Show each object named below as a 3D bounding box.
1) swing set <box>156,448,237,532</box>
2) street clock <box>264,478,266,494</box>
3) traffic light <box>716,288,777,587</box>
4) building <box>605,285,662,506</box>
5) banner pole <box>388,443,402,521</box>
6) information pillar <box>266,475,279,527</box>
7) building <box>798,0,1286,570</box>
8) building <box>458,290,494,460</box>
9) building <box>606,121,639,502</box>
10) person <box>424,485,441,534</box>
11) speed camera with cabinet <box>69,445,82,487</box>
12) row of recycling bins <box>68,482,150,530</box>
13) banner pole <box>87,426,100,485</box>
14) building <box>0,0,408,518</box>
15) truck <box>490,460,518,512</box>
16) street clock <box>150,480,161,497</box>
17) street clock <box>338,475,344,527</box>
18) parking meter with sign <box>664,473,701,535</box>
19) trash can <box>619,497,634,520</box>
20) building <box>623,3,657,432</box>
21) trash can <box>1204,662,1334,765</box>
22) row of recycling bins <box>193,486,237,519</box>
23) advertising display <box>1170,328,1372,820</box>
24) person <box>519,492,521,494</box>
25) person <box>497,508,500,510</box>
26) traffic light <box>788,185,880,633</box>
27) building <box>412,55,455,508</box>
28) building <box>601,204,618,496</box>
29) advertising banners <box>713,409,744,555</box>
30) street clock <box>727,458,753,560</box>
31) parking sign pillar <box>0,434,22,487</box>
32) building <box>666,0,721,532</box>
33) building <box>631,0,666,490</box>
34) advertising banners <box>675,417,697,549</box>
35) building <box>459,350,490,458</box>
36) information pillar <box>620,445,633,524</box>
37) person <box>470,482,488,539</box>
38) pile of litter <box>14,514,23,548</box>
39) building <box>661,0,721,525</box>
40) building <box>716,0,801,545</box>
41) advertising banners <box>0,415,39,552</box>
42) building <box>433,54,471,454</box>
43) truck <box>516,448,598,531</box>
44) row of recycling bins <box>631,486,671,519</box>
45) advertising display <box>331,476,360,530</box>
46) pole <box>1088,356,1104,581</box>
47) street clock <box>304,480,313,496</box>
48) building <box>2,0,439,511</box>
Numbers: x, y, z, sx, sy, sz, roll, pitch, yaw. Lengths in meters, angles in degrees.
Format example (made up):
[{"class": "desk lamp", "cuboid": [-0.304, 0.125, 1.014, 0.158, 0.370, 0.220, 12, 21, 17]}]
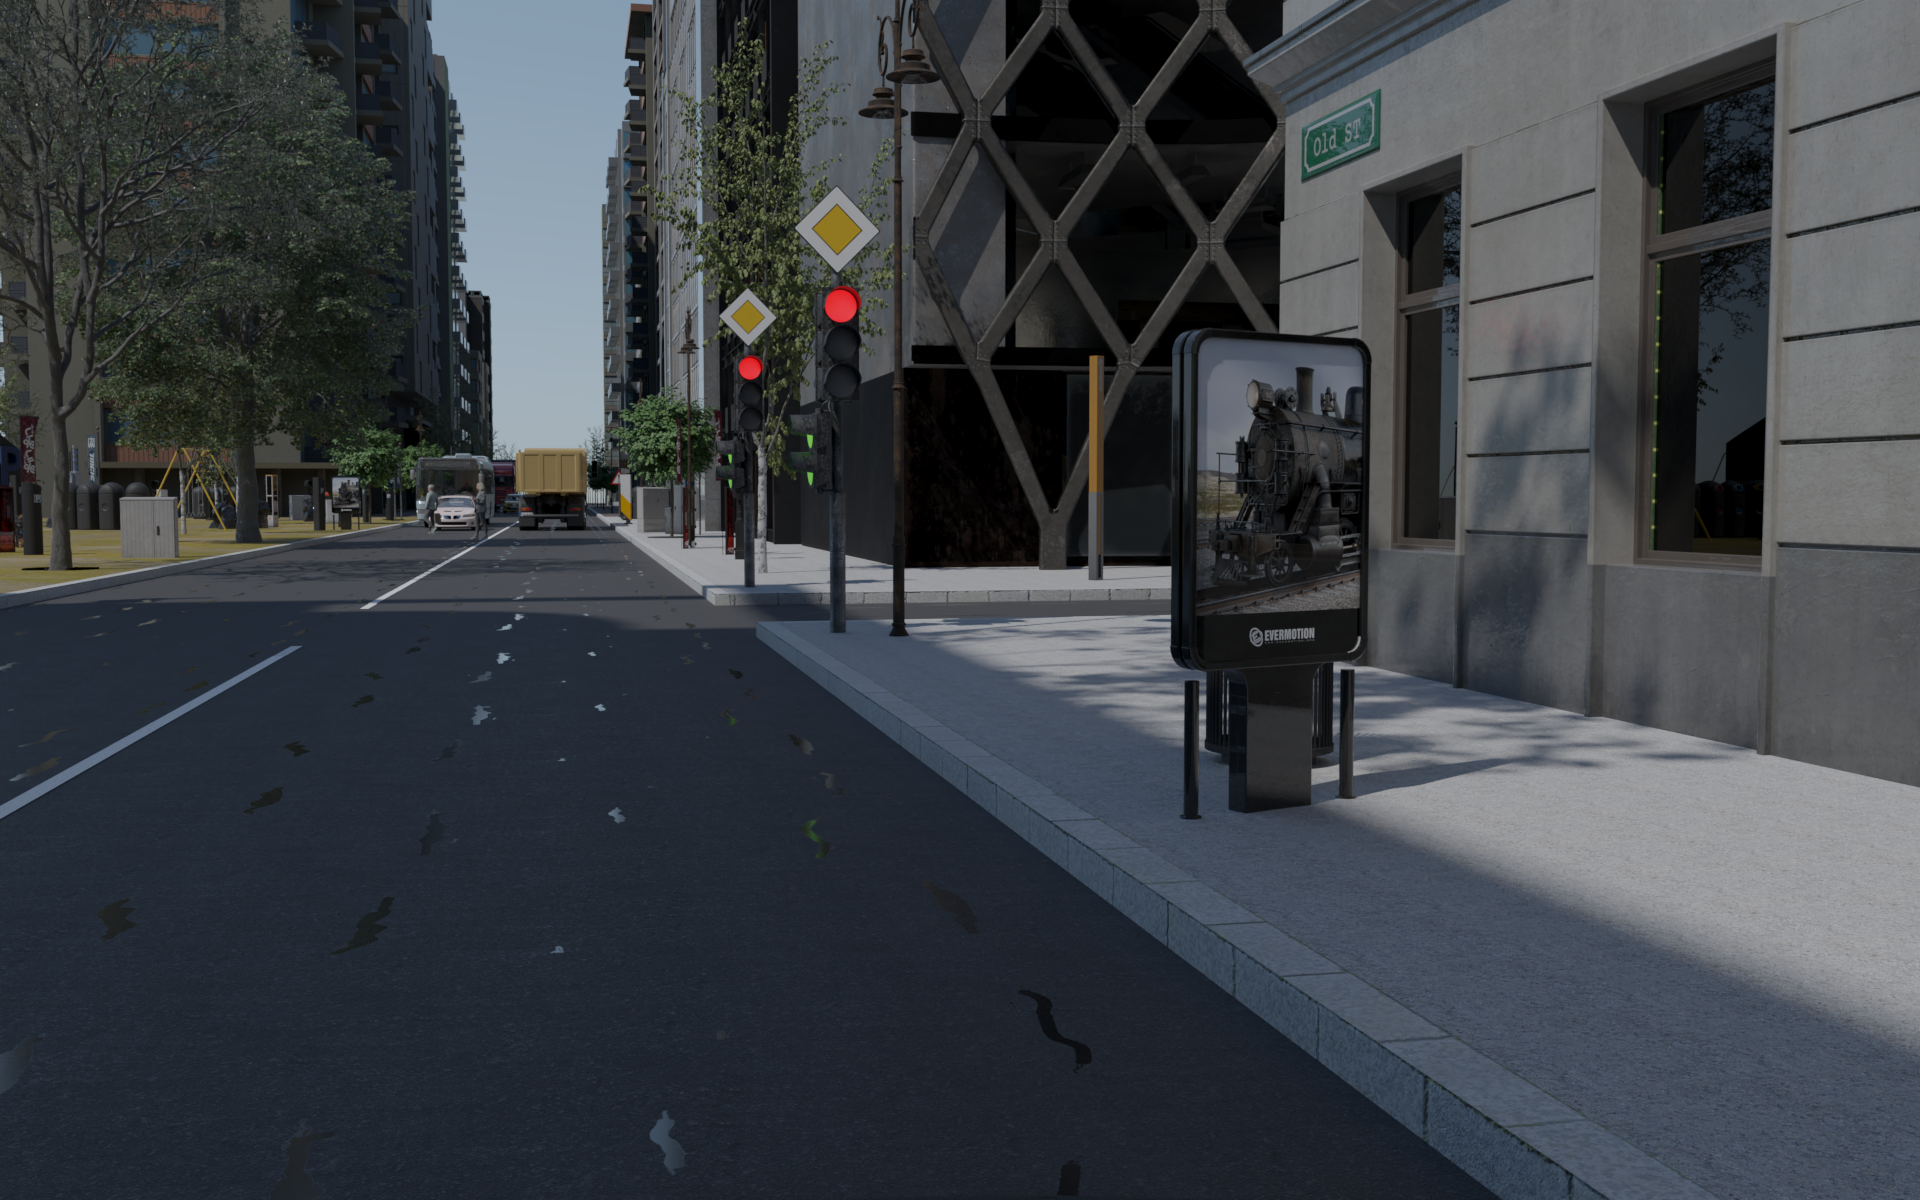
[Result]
[{"class": "swing set", "cuboid": [-26.567, -3.832, 60.270, 2.862, 2.851, 3.119, 0, 4, -7]}, {"class": "street clock", "cuboid": [-30.049, -4.328, 75.336, 0.358, 2.002, 0.471, 0, 4, 6]}, {"class": "traffic light", "cuboid": [-2.916, -2.129, 23.734, 0.839, 4.253, 0.868, -1, 4, -13]}, {"class": "building", "cuboid": [-24.732, -31.104, 200.433, 32.217, 40.220, 23.993, -1, 4, -13]}, {"class": "banner pole", "cuboid": [-27.517, -5.779, 84.508, 0.863, 3.779, 0.401, -2, 4, -32]}, {"class": "information pillar", "cuboid": [-26.522, -3.810, 66.785, 0.304, 2.012, 0.304, 1, 4, 17]}, {"class": "building", "cuboid": [6.038, -10.327, 36.292, 16.811, 18.784, 16.820, -1, 4, -13]}, {"class": "building", "cuboid": [-72.596, -28.706, 241.050, 14.160, 30.474, 14.107, -1, 4, -13]}, {"class": "building", "cuboid": [-34.491, -37.077, 225.820, 23.786, 49.044, 30.456, -1, 4, -13]}, {"class": "person", "cuboid": [-19.120, -3.297, 62.888, 0.515, 1.767, 0.782, 1, 4, 16]}, {"class": "speed camera with cabinet", "cuboid": [-36.027, -4.693, 71.060, 0.660, 3.252, 2.038, 1, 4, 8]}, {"class": "row of recycling bins", "cuboid": [-30.585, -3.346, 61.825, 3.534, 1.692, 1.069, 1, 4, 10]}, {"class": "banner pole", "cuboid": [-32.114, -4.544, 64.313, 0.863, 3.779, 0.401, 2, 4, 29]}, {"class": "building", "cuboid": [-46.305, -27.606, 105.990, 22.147, 44.769, 28.867, -1, 4, -13]}, {"class": "truck", "cuboid": [-37.784, -9.409, 142.751, 2.839, 4.237, 11.283, -1, 4, -13]}, {"class": "street clock", "cuboid": [-42.366, -5.300, 91.224, 0.471, 2.002, 0.358, 1, 4, 13]}, {"class": "street clock", "cuboid": [-23.903, -3.813, 66.906, 0.471, 2.002, 0.358, 1, 4, 23]}, {"class": "parking meter with sign", "cuboid": [-8.753, -3.589, 54.938, 0.543, 3.016, 1.738, -3, 5, -45]}, {"class": "trash can", "cuboid": [-16.258, -4.458, 84.547, 0.748, 1.137, 0.748, 0, 3, 0]}, {"class": "building", "cuboid": [-18.973, -30.755, 157.475, 22.147, 44.769, 28.867, -1, 4, -13]}, {"class": "trash can", "cuboid": [1.482, 0.206, 8.284, 0.748, 1.137, 0.748, 0, 3, 0]}, {"class": "row of recycling bins", "cuboid": [-38.460, -5.057, 89.795, 1.069, 1.692, 3.534, 1, 4, 14]}, {"class": "advertising display", "cuboid": [1.270, -0.111, 7.032, 0.974, 1.923, 0.123, -2, 4, -32]}, {"class": "person", "cuboid": [-56.898, -13.163, 223.845, 1.348, 1.807, 0.705, 1, 4, 18]}, {"class": "person", "cuboid": [-42.591, -9.241, 159.675, 0.705, 1.814, 1.350, 0, 3, 0]}, {"class": "traffic light", "cuboid": [-1.150, -1.653, 15.946, 0.839, 4.253, 0.868, -1, 4, -13]}, {"class": "building", "cuboid": [-53.316, -28.857, 155.412, 14.154, 41.232, 14.086, -1, 4, -13]}, {"class": "building", "cuboid": [-43.804, -34.471, 247.190, 14.154, 41.232, 14.086, -1, 4, -13]}, {"class": "advertising banners", "cuboid": [-4.877, -2.477, 36.687, 0.090, 3.025, 2.074, 1, 4, 11]}, {"class": "street clock", "cuboid": [-4.309, -1.795, 33.918, 0.471, 2.002, 0.358, 0, 4, 3]}, {"class": "parking sign pillar", "cuboid": [-38.860, -5.033, 70.761, 1.447, 3.967, 1.447, 1, 4, 18]}, {"class": "building", "cuboid": [-5.065, -15.382, 69.525, 12.078, 24.808, 19.932, -1, 4, -13]}, {"class": "building", "cuboid": [-14.840, -42.449, 132.285, 20.563, 71.187, 20.611, -1, 4, -13]}, {"class": "advertising banners", "cuboid": [-6.441, -2.720, 40.655, 0.090, 3.025, 2.074, 0, 4, 3]}, {"class": "building", "cuboid": [-74.353, -22.867, 218.921, 27.650, 21.520, 28.899, -1, 4, -13]}, {"class": "information pillar", "cuboid": [-14.168, -5.024, 73.504, 0.504, 3.616, 0.183, 1, 4, 22]}, {"class": "person", "cuboid": [-15.218, -2.822, 54.831, 0.526, 1.800, 0.537, -2, 4, -28]}, {"class": "pile of litter", "cuboid": [-22.894, -1.704, 41.824, 1.176, 0.858, 1.719, 0, 4, 0]}, {"class": "building", "cuboid": [-8.602, -16.581, 89.125, 12.078, 24.808, 19.932, -1, 4, -13]}, {"class": "building", "cuboid": [-0.458, -13.617, 52.308, 12.332, 23.373, 15.834, -1, 4, -13]}, {"class": "advertising banners", "cuboid": [-21.055, -2.562, 38.073, 0.090, 3.025, 2.074, 1, 4, 19]}, {"class": "building", "cuboid": [-65.829, -34.864, 189.635, 23.786, 49.044, 30.456, -1, 4, -13]}, {"class": "truck", "cuboid": [-16.739, -4.622, 71.490, 3.469, 3.379, 9.791, -1, 4, -11]}, {"class": "row of recycling bins", "cuboid": [-15.658, -4.921, 87.567, 1.069, 1.692, 3.534, -2, 4, -35]}, {"class": "advertising display", "cuboid": [-22.025, -3.480, 62.112, 0.974, 1.923, 0.123, -1, 4, -13]}, {"class": "pole", "cuboid": [2.021, -1.947, 25.676, 0.158, 3.312, 0.155, 0, 3, 0]}, {"class": "street clock", "cuboid": [-34.316, -5.304, 91.287, 0.358, 2.002, 0.471, 1, 4, 19]}, {"class": "building", "cuboid": [-54.946, -33.236, 132.653, 28.713, 52.752, 27.495, -1, 4, -13]}]
